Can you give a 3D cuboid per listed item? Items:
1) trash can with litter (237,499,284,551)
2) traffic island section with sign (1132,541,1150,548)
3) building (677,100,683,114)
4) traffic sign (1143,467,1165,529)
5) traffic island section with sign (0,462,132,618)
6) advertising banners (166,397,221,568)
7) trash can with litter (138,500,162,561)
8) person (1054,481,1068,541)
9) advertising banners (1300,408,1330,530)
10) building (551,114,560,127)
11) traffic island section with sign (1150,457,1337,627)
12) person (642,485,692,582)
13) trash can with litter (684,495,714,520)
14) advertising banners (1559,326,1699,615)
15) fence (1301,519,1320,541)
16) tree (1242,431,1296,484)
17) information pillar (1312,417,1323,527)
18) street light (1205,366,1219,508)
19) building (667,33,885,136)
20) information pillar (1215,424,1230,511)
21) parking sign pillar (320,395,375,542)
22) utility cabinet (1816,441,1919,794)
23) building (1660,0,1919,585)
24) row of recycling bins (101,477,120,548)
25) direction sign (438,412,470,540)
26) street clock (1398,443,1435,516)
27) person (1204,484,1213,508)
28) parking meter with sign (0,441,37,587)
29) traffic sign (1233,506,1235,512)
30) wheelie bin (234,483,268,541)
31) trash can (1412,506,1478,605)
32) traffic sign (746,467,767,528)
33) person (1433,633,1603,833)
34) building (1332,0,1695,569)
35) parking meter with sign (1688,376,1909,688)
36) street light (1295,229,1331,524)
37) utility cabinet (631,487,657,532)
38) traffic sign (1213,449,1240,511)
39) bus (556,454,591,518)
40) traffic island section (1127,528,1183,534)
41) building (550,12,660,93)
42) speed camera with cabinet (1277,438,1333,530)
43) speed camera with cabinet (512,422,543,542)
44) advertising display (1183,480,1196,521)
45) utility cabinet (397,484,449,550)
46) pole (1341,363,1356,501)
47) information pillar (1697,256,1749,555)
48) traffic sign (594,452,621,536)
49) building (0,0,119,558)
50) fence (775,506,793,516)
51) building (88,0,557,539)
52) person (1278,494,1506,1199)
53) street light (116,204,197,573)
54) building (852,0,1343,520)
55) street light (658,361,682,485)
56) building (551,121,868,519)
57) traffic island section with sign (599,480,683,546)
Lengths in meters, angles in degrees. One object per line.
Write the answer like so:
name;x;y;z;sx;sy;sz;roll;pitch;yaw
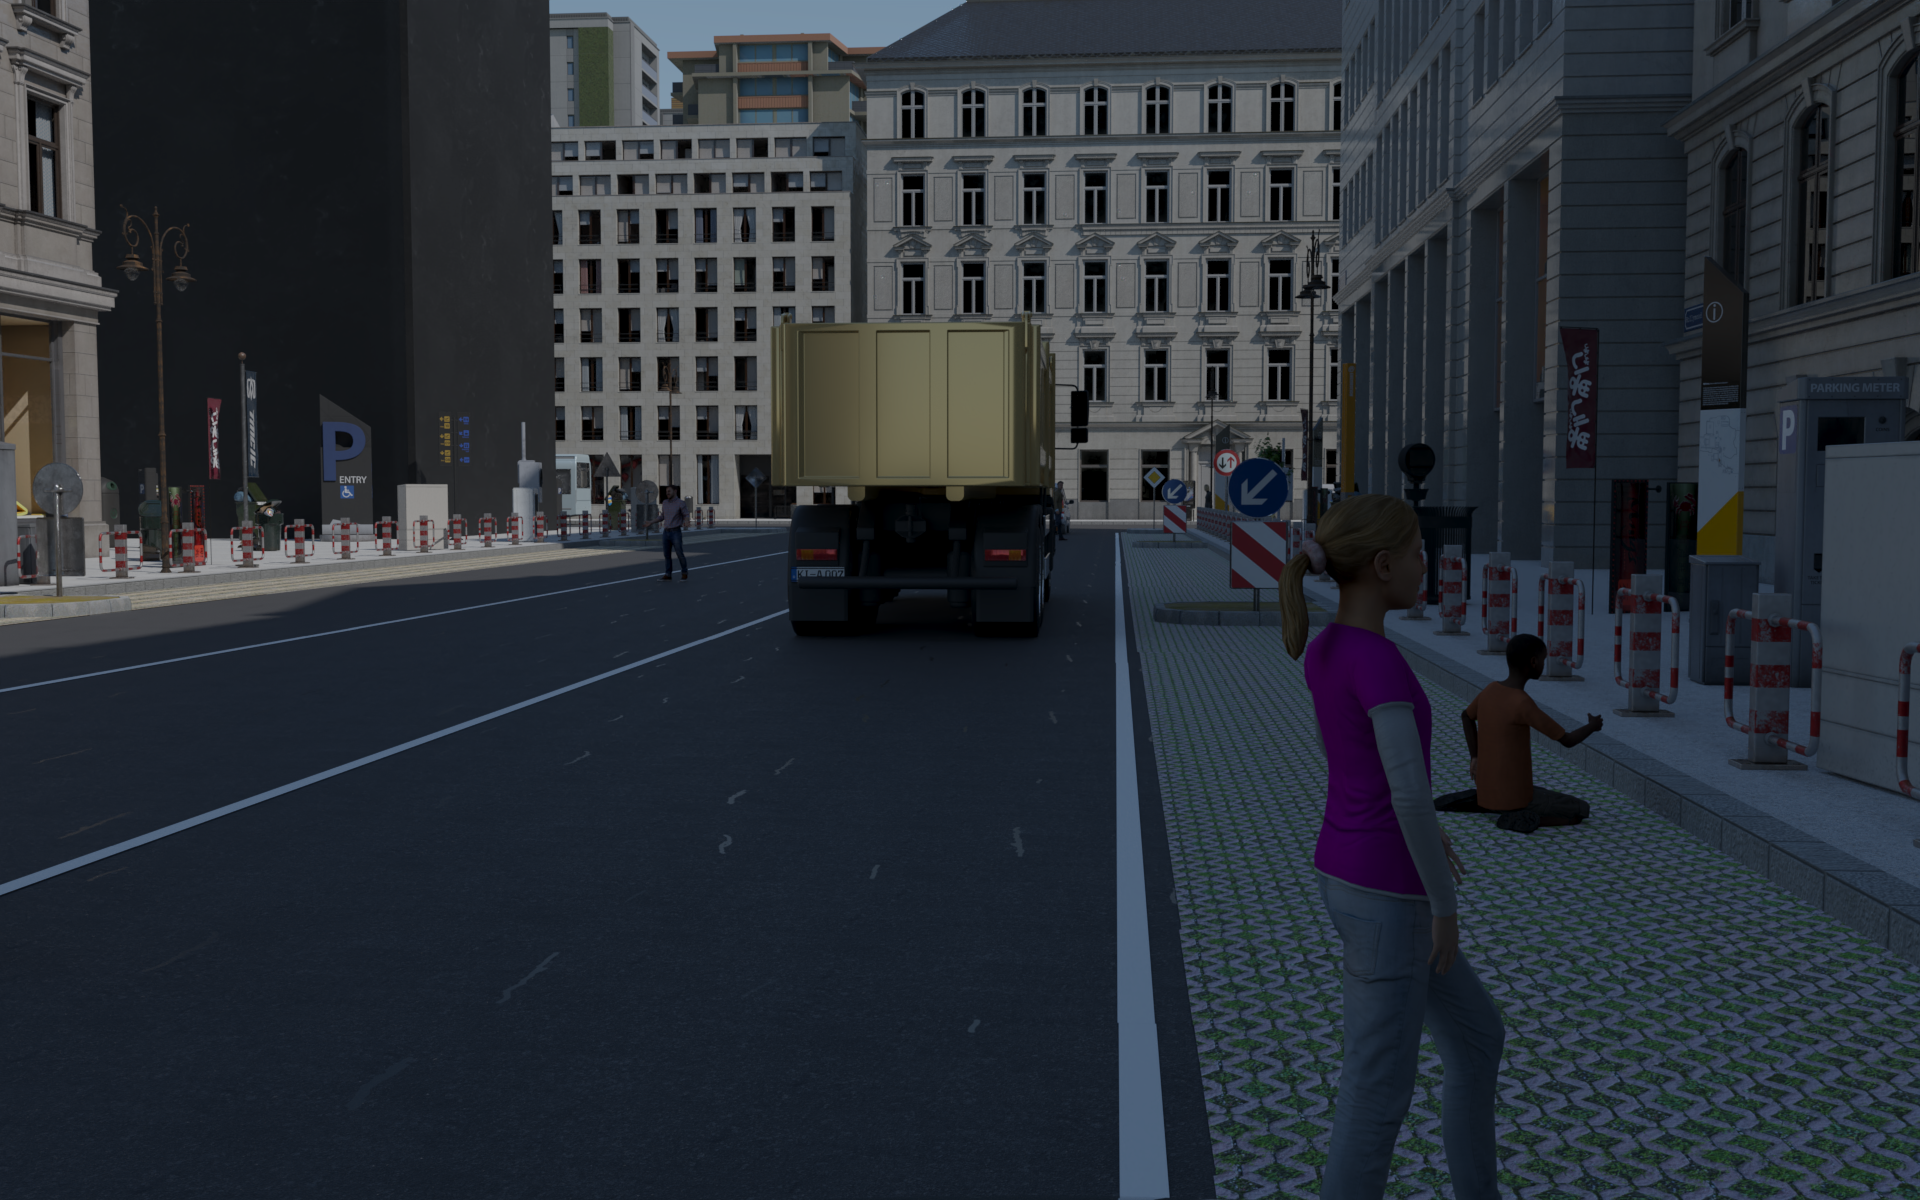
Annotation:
trash can with litter;-15.772;-1.686;38.961;1.055;1.170;0.624;1;4;15
traffic island section with sign;5.625;-2.314;46.463;1.989;1.847;2.006;0;4;5
building;-48.070;-43.978;261.037;28.212;58.520;21.231;0;4;5
traffic sign;7.084;-3.643;63.205;0.795;2.450;0.064;0;4;5
traffic island section with sign;-11.215;-0.749;20.879;1.989;1.847;2.006;0;4;5
advertising banners;-13.595;-2.115;30.773;0.090;3.025;2.074;0;4;4
trash can with litter;-15.573;-1.355;33.539;0.624;1.170;1.055;-1;4;-22
person;2.983;-2.743;53.256;0.836;1.842;0.656;-2;4;-23
advertising banners;7.414;-2.450;36.247;0.090;3.025;2.074;2;4;28
building;-39.176;-17.021;97.380;34.723;24.649;14.460;0;4;5
traffic island section with sign;3.204;-0.672;19.616;1.989;1.847;2.006;0;4;5
person;-4.715;-1.094;28.338;0.963;1.587;0.435;1;4;22
trash can with litter;-13.287;-4.602;86.306;2.233;1.210;1.678;2;4;32
advertising banners;7.202;-1.367;18.541;2.074;3.025;0.090;-1;4;-23
fence;8.788;-1.575;41.119;0.278;0.683;2.069;-2;4;-32
tree;9.526;-3.577;53.092;1.663;3.219;1.824;0;3;0
information pillar;10.877;-3.755;52.748;0.504;3.616;0.183;-3;5;-44
street light;9.101;-5.494;62.622;0.468;5.910;1.993;0;4;5
building;-15.714;-31.435;168.588;22.147;44.769;28.867;0;4;5
information pillar;8.739;-4.052;57.598;0.504;3.616;0.183;0;4;6
parking sign pillar;-16.608;-3.573;46.889;1.447;3.967;1.447;-1;4;-18
utility cabinet;4.128;0.080;7.374;0.318;1.500;1.173;0;4;-2
building;15.479;-11.726;10.802;14.460;24.649;34.723;0;4;5
row of recycling bins;-21.261;-2.017;40.088;1.069;1.692;3.534;2;4;32
direction sign;-13.999;-3.426;48.016;0.876;3.537;0.379;-3;4;-36
street clock;6.513;-1.234;24.747;0.471;2.002;0.358;-1;4;-11
person;9.499;-3.494;65.842;0.699;1.804;1.509;1;4;23
parking meter with sign;-13.429;-1.693;23.944;0.543;3.016;1.738;1;4;12
traffic sign;9.784;-3.785;61.890;0.884;2.594;0.081;1;4;9
wheelie bin;-19.531;-2.431;47.662;0.693;1.594;0.980;0;4;5
trash can;5.637;-0.520;20.159;0.748;1.137;0.748;0;3;0
traffic sign;-7.600;-3.724;64.538;0.795;2.450;0.064;0;4;5
person;2.498;0.564;7.570;0.655;0.850;0.859;-1;4;-14
building;16.811;-16.230;42.861;11.434;29.767;29.804;0;4;5
parking meter with sign;5.848;-0.935;11.556;1.738;3.016;0.543;0;4;6
street light;6.181;-3.529;30.493;0.468;5.910;1.993;0;4;5
utility cabinet;-10.522;-2.999;57.710;0.318;1.500;1.173;1;4;21
traffic sign;7.568;-3.002;49.194;0.768;2.556;0.104;1;4;10
bus;-24.106;-5.265;80.951;13.247;3.499;2.948;0;4;4
traffic island section;7.108;-2.508;63.280;2.009;0.180;2.903;0;4;5
building;-51.547;-41.010;212.509;28.212;58.520;21.231;0;4;5
speed camera with cabinet;12.099;-4.089;61.194;2.038;3.252;0.660;0;4;5
speed camera with cabinet;-11.738;-3.224;47.052;0.660;3.252;2.038;0;4;-7
advertising display;10.854;-4.697;82.016;0.123;1.923;0.974;-1;4;-23
utility cabinet;-12.251;-1.885;39.506;0.318;1.500;1.173;2;4;33
pole;6.068;-2.034;27.096;0.158;3.312;0.155;0;3;0
information pillar;7.449;-1.566;16.951;0.183;3.616;0.504;-2;4;-26
traffic sign;-10.899;-3.272;53.505;0.884;2.594;0.081;1;4;9
building;-23.537;-10.060;15.393;10.553;20.767;40.483;0;4;5
fence;-8.367;-4.415;87.561;2.069;0.683;0.278;0;4;3
building;-22.654;-13.783;55.027;15.834;23.373;12.332;0;4;5
person;0.865;0.533;3.017;0.776;1.435;0.726;0;4;-7
street light;-12.921;-3.377;28.003;0.468;5.910;1.993;0;4;5
building;17.408;-19.311;92.157;44.131;29.872;17.030;0;4;5
street light;-10.035;-5.342;60.136;0.468;5.910;1.993;0;4;5
building;-13.405;-14.579;93.115;16.860;20.320;10.420;0;4;5
traffic island section with sign;-8.780;-2.412;48.058;1.989;1.847;2.006;0;4;5
